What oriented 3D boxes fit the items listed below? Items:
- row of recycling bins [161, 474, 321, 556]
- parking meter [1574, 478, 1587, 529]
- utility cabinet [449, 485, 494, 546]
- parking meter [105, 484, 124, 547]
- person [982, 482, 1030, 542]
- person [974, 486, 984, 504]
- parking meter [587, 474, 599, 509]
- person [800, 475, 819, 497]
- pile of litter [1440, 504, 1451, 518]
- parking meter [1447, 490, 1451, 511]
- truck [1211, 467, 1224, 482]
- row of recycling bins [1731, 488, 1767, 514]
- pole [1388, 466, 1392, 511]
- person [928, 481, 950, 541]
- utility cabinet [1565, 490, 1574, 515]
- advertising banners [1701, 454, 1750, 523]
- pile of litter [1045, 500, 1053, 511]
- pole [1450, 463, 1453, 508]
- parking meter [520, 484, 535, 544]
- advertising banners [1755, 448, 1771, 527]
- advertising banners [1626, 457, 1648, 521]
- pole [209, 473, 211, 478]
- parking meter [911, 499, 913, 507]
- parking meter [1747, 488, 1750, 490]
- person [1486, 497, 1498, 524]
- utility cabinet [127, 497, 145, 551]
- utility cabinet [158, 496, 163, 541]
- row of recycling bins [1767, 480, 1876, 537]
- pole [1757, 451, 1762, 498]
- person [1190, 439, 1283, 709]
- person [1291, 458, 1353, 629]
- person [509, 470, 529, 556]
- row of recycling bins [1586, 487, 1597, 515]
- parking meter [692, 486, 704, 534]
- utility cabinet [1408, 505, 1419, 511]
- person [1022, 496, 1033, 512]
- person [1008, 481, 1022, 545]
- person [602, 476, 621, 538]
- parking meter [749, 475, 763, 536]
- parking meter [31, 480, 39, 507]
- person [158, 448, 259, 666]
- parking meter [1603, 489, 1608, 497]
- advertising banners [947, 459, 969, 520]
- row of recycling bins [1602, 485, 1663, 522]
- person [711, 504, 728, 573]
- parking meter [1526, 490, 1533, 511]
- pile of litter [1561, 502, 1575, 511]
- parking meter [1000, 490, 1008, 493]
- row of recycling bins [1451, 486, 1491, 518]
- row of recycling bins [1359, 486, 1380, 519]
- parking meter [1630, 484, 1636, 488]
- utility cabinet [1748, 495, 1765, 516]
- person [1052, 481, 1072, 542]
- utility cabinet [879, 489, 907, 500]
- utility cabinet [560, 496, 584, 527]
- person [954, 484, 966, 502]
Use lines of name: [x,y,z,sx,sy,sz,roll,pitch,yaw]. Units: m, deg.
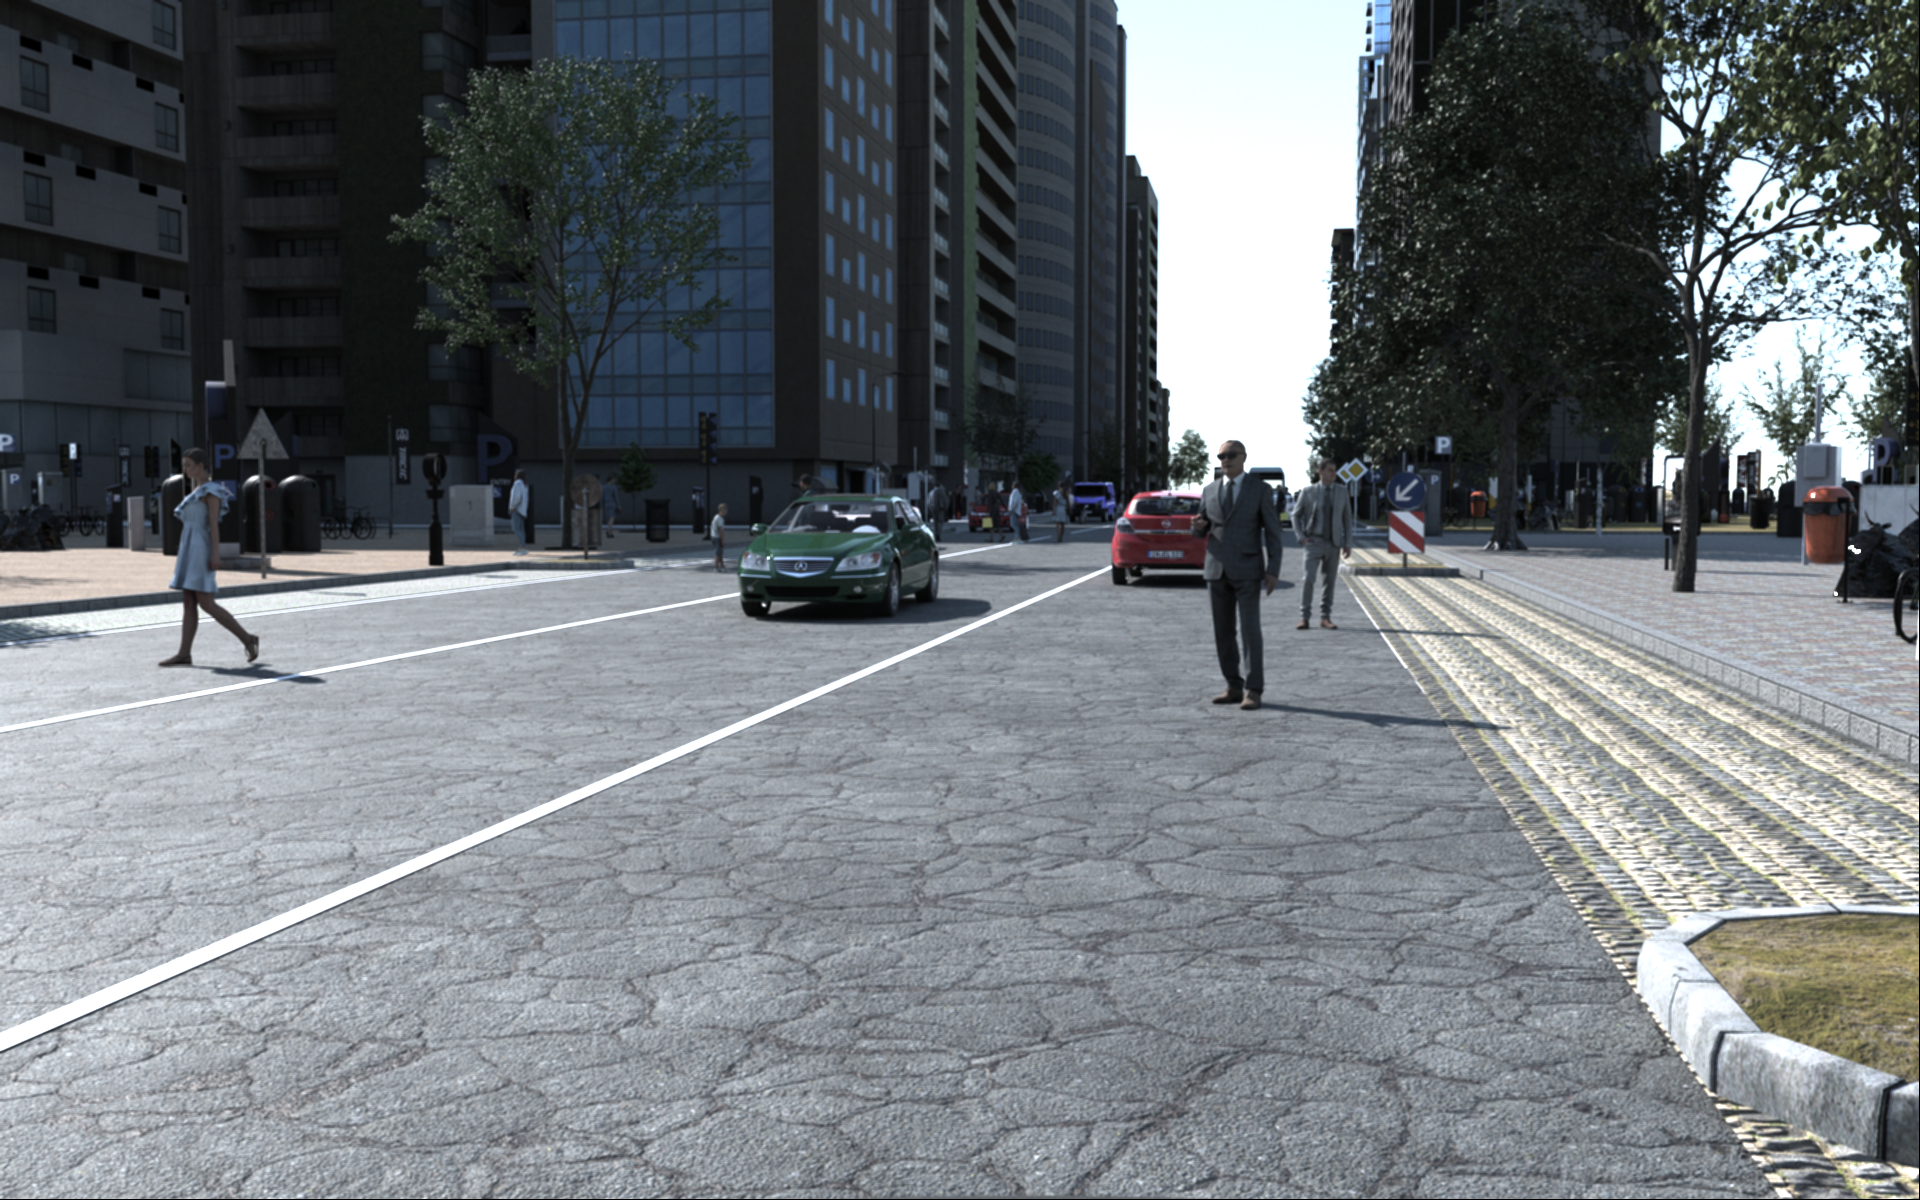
row of recycling bins: [-15.570,-1.862,37.557,1.069,1.692,3.534,2,4,35]
parking meter: [22.921,-3.564,63.984,0.399,1.863,0.255,-1,4,-17]
utility cabinet: [-11.982,-2.067,42.467,1.173,1.500,0.318,2,4,29]
parking meter: [-20.412,-2.042,41.794,0.372,1.533,0.369,0,3,0]
person: [1.373,-2.648,52.017,1.509,1.804,0.699,-1,4,-16]
person: [1.095,-5.716,100.077,0.480,1.755,0.524,3,5,41]
parking meter: [-10.787,-2.760,50.844,0.255,1.863,0.399,1,4,22]
person: [-2.697,-1.351,30.937,0.721,1.781,0.623,0,3,0]
pile of litter: [24.772,-4.632,89.704,1.176,0.858,1.719,-2,4,-35]
parking meter: [34.382,-6.925,121.627,0.372,1.533,0.369,0,3,0]
truck: [27.570,-11.624,178.964,2.839,4.237,11.283,1,4,11]
row of recycling bins: [51.093,-6.461,112.748,3.534,1.692,1.069,3,4,36]
pole: [31.055,-8.027,125.085,0.158,3.312,0.155,0,3,0]
person: [-0.648,-2.716,53.012,0.679,1.850,0.850,1,4,10]
utility cabinet: [36.753,-5.858,104.461,0.318,1.500,1.173,2,4,28]
advertising banners: [33.855,-4.929,76.779,2.074,3.025,0.090,1,4,14]
pile of litter: [6.736,-7.086,129.825,1.176,0.858,1.719,3,5,40]
pole: [32.203,-7.320,113.531,0.158,3.312,0.155,0,3,0]
parking meter: [-11.189,-2.222,44.740,0.372,1.533,0.369,0,3,0]
advertising banners: [30.858,-4.308,66.622,0.090,3.025,2.074,3,5,41]
advertising banners: [31.870,-5.243,81.911,2.074,3.025,0.090,-2,4,-34]
pole: [-18.514,-3.004,42.959,0.158,3.312,0.155,0,3,0]
parking meter: [-2.483,-5.348,93.145,0.255,1.863,0.399,-1,4,-9]
parking meter: [59.145,-7.597,129.917,0.255,1.863,0.399,1,4,19]
person: [23.190,-3.889,75.130,0.738,1.151,1.012,3,5,42]
utility cabinet: [-18.765,-1.729,39.436,0.306,1.237,1.020,-2,4,-29]
utility cabinet: [-21.524,-2.237,47.729,1.020,1.237,0.306,0,4,3]
row of recycling bins: [26.194,-2.734,51.818,3.534,1.692,1.069,0,4,-5]
pole: [37.867,-5.397,82.087,0.158,3.312,0.155,0,3,0]
person: [1.831,-0.185,11.708,0.661,1.801,0.590,2,4,31]
person: [3.869,-0.606,18.501,0.635,1.810,0.391,0,4,-7]
person: [-9.239,-1.840,36.392,0.793,1.790,0.793,-2,4,-30]
row of recycling bins: [39.034,-5.931,104.089,3.534,1.692,1.069,1,4,12]
parking meter: [-8.506,-2.930,56.324,0.372,1.533,0.369,0,3,0]
utility cabinet: [16.462,-3.246,61.746,1.173,1.500,0.318,1,4,19]
person: [4.285,-6.423,116.555,1.012,1.151,0.738,3,5,39]
person: [1.608,-2.489,49.464,0.793,1.790,0.793,-1,4,-19]
person: [-10.248,-2.724,50.603,0.581,1.822,0.654,2,4,24]
parking meter: [-6.268,-2.912,53.322,0.399,1.863,0.255,0,4,0]
parking meter: [-39.583,-4.195,74.299,0.399,1.863,0.255,1,4,11]
person: [-6.316,-0.361,14.502,0.778,1.811,0.616,-2,4,-26]
parking meter: [34.387,-5.091,91.643,0.372,1.533,0.369,0,3,0]
advertising banners: [-0.102,-5.463,85.509,0.090,3.025,2.074,2,4,33]
row of recycling bins: [31.381,-4.405,79.130,3.534,1.692,1.069,1,4,9]
person: [-4.396,-1.131,31.682,0.352,1.250,0.332,1,4,13]
parking meter: [33.198,-5.656,100.891,0.372,1.533,0.369,0,3,0]
pile of litter: [42.939,-6.626,122.295,1.719,0.858,1.176,-3,5,-43]
parking meter: [3.342,-7.269,127.266,0.372,1.533,0.369,0,3,0]
row of recycling bins: [27.280,-5.206,92.238,3.534,1.692,1.069,-3,5,-42]
row of recycling bins: [21.083,-5.010,89.026,1.069,1.692,3.534,1,4,11]
parking meter: [38.107,-5.653,98.135,0.255,1.863,0.399,2,4,27]
utility cabinet: [46.534,-5.508,101.213,0.306,1.237,1.020,-1,4,-20]
person: [3.065,-2.651,51.935,0.616,1.811,0.778,0,4,4]
utility cabinet: [-2.749,-3.737,69.777,1.173,1.500,0.318,0,4,-6]
utility cabinet: [-15.137,-3.465,67.820,1.020,1.237,0.306,1,4,22]
person: [-0.036,-4.980,87.827,0.532,1.782,0.716,2,4,30]
